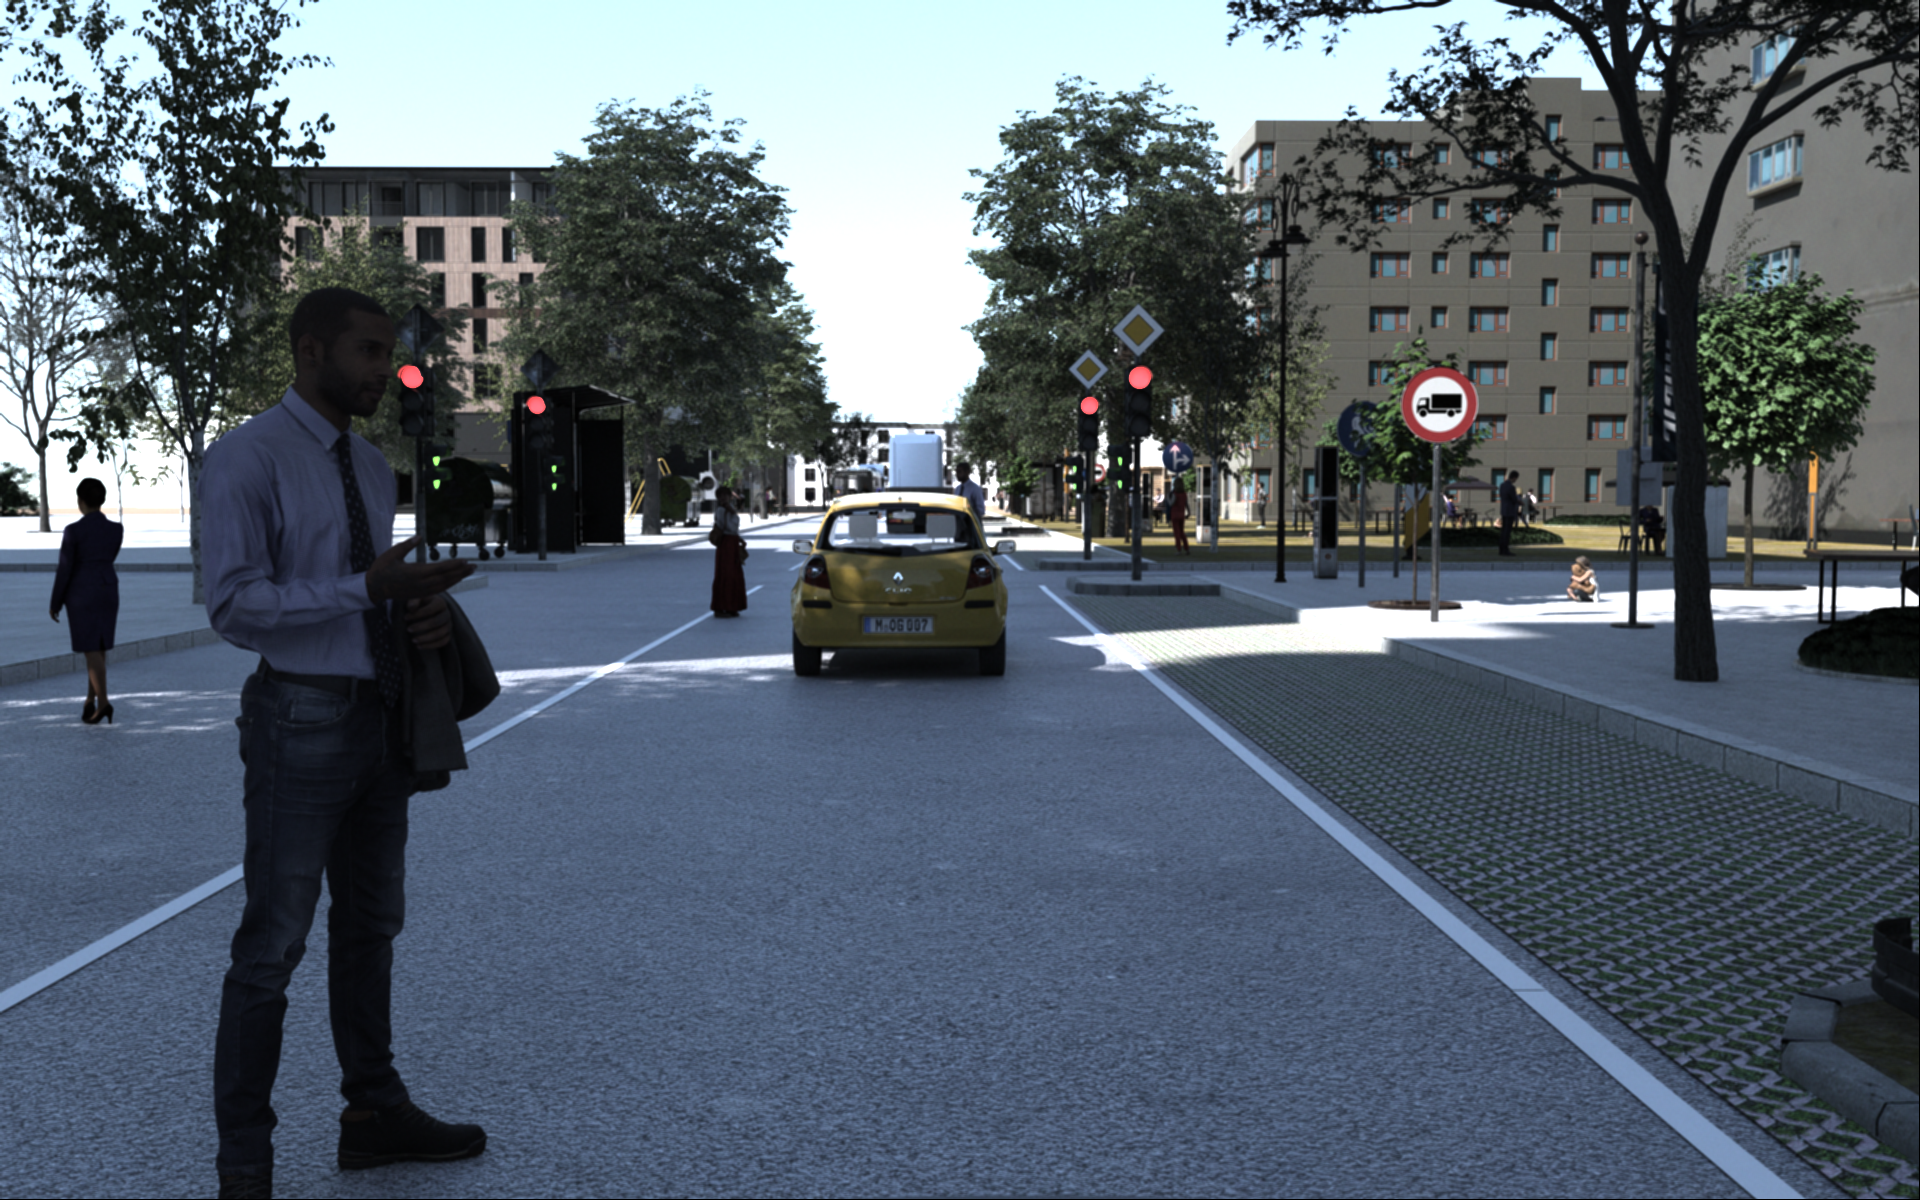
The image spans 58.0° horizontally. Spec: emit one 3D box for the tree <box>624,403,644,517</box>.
[{"bbox_3d":[-18.154,-8.057,82.087,4.737,8.622,4.395,0,3,0],"label":"tree"}]

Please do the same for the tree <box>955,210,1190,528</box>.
[{"bbox_3d":[4.794,-8.496,64.660,9.928,11.665,9.643,0,3,0],"label":"tree"}]

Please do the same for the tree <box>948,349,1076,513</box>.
[{"bbox_3d":[3.709,-12.414,119.984,9.611,12.733,9.660,0,3,0],"label":"tree"}]

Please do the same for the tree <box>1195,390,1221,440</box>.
[{"bbox_3d":[12.395,-7.683,75.974,4.737,8.622,4.395,0,3,0],"label":"tree"}]

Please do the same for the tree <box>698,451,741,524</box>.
[{"bbox_3d":[-10.184,-4.896,74.644,1.663,3.219,1.824,0,3,0],"label":"tree"}]

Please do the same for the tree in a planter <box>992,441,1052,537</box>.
[{"bbox_3d":[2.072,-3.746,58.468,1.991,3.239,1.994,0,4,-1],"label":"tree in a planter"}]

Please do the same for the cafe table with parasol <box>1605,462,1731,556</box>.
[{"bbox_3d":[14.754,-1.917,36.208,2.610,1.966,2.610,-2,4,-33],"label":"cafe table with parasol"}]

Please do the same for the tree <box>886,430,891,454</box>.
[{"bbox_3d":[-10.808,-12.413,137.364,8.767,10.594,7.601,-1,4,-16],"label":"tree"}]

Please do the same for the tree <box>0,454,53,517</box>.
[{"bbox_3d":[-61.026,-11.814,94.974,13.155,14.587,18.604,3,4,37],"label":"tree"}]

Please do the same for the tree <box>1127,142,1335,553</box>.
[{"bbox_3d":[5.740,-5.315,37.270,4.360,8.622,3.978,0,3,0],"label":"tree"}]

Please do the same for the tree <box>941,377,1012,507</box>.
[{"bbox_3d":[2.184,-16.030,172.452,12.009,13.543,11.850,0,3,0],"label":"tree"}]

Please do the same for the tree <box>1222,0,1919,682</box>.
[{"bbox_3d":[5.178,-4.743,11.967,8.767,10.594,7.601,1,4,12],"label":"tree"}]

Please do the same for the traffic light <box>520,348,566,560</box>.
[{"bbox_3d":[-8.073,-2.723,33.436,0.839,4.253,0.868,0,4,-1],"label":"traffic light"}]

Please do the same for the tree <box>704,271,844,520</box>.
[{"bbox_3d":[-9.592,-10.296,86.463,7.486,12.596,7.792,0,3,0],"label":"tree"}]

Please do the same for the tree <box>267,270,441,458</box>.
[{"bbox_3d":[-25.748,-8.472,72.931,8.767,10.594,7.601,2,4,26],"label":"tree"}]

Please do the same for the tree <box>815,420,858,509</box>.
[{"bbox_3d":[-11.012,-12.047,147.335,4.360,8.622,3.978,0,3,0],"label":"tree"}]

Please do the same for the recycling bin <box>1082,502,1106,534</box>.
[{"bbox_3d":[4.327,-2.647,55.828,0.722,1.027,0.722,1,4,10],"label":"recycling bin"}]

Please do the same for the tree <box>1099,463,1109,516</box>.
[{"bbox_3d":[7.996,-6.407,99.354,1.663,3.219,1.824,0,3,0],"label":"tree"}]

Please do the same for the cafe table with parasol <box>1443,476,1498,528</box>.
[{"bbox_3d":[19.021,-3.661,64.720,2.610,1.966,2.610,-1,4,-23],"label":"cafe table with parasol"}]

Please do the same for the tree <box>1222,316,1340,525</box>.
[{"bbox_3d":[13.477,-7.362,70.727,4.737,8.622,4.395,0,3,0],"label":"tree"}]

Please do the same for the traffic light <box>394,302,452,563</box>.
[{"bbox_3d":[-7.933,-2.234,25.452,0.839,4.253,0.868,0,4,-1],"label":"traffic light"}]

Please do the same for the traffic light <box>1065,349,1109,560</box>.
[{"bbox_3d":[2.467,-2.735,33.635,0.839,4.253,0.868,0,4,-1],"label":"traffic light"}]

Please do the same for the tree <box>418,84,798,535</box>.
[{"bbox_3d":[-9.784,-9.006,53.901,9.857,13.997,8.962,0,3,0],"label":"tree"}]

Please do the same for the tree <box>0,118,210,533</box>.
[{"bbox_3d":[-30.518,-8.980,57.195,12.009,13.543,11.850,0,3,0],"label":"tree"}]

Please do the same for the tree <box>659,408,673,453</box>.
[{"bbox_3d":[-18.270,-8.962,96.885,4.737,8.622,4.395,0,3,0],"label":"tree"}]

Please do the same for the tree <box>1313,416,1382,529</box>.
[{"bbox_3d":[14.606,-4.890,63.673,4.285,4.588,4.351,0,3,0],"label":"tree"}]

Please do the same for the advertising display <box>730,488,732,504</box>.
[{"bbox_3d":[-12.316,-5.368,92.983,0.123,1.923,0.974,0,4,-3],"label":"advertising display"}]

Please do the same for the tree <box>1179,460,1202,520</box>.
[{"bbox_3d":[11.490,-5.606,86.254,1.663,3.219,1.824,0,3,0],"label":"tree"}]

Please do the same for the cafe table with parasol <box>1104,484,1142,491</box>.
[{"bbox_3d":[8.550,-5.221,90.223,2.610,1.966,2.610,1,4,19],"label":"cafe table with parasol"}]

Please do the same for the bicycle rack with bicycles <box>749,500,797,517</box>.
[{"bbox_3d":[-10.435,-5.158,97.722,2.852,0.926,2.925,-2,4,-24],"label":"bicycle rack with bicycles"}]

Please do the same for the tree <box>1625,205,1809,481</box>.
[{"bbox_3d":[19.518,-5.778,44.829,4.360,8.622,3.978,0,3,0],"label":"tree"}]

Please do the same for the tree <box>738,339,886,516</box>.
[{"bbox_3d":[-10.197,-10.191,101.029,7.601,10.594,8.767,-3,5,-40],"label":"tree"}]

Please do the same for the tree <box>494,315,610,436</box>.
[{"bbox_3d":[-17.469,-7.428,71.810,4.360,8.622,3.978,0,3,0],"label":"tree"}]

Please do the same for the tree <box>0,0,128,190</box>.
[{"bbox_3d":[-27.342,-11.359,41.603,12.611,20.169,13.585,0,3,0],"label":"tree"}]

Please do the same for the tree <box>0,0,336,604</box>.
[{"bbox_3d":[-9.070,-4.271,20.199,4.737,8.622,4.395,0,3,0],"label":"tree"}]

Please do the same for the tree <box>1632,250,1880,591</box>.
[{"bbox_3d":[10.810,-2.438,23.567,4.285,4.588,4.351,0,3,0],"label":"tree"}]

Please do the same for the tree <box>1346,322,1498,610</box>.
[{"bbox_3d":[5.274,-1.525,19.543,1.663,3.219,1.824,0,3,0],"label":"tree"}]

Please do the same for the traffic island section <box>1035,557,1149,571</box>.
[{"bbox_3d":[2.507,-0.701,33.750,2.009,0.180,2.903,0,4,-1],"label":"traffic island section"}]

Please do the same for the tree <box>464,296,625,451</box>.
[{"bbox_3d":[-15.679,-6.912,63.369,4.737,8.622,4.395,0,3,0],"label":"tree"}]

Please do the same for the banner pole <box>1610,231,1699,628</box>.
[{"bbox_3d":[6.717,-1.629,16.651,0.863,3.779,0.401,-1,4,-12],"label":"banner pole"}]

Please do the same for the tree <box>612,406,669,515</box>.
[{"bbox_3d":[-20.037,-9.454,104.939,4.360,8.622,3.978,0,3,0],"label":"tree"}]

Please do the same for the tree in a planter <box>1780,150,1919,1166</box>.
[{"bbox_3d":[3.018,-0.402,3.795,1.991,3.239,1.994,0,4,-1],"label":"tree in a planter"}]

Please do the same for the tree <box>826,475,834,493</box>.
[{"bbox_3d":[-11.498,-9.977,157.723,1.663,3.219,1.824,0,3,0],"label":"tree"}]

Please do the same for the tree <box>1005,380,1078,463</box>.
[{"bbox_3d":[4.420,-8.841,94.918,4.360,8.622,3.978,0,3,0],"label":"tree"}]

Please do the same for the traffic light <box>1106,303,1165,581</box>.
[{"bbox_3d":[2.606,-2.247,25.651,0.839,4.253,0.868,0,4,-1],"label":"traffic light"}]

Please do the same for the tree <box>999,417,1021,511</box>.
[{"bbox_3d":[3.669,-11.174,133.057,4.737,8.622,4.395,0,3,0],"label":"tree"}]

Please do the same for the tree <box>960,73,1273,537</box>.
[{"bbox_3d":[4.610,-8.861,51.539,9.857,13.997,8.962,0,3,0],"label":"tree"}]

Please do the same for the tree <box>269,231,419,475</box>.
[{"bbox_3d":[-28.781,-10.921,85.214,9.857,13.997,8.962,0,3,0],"label":"tree"}]
